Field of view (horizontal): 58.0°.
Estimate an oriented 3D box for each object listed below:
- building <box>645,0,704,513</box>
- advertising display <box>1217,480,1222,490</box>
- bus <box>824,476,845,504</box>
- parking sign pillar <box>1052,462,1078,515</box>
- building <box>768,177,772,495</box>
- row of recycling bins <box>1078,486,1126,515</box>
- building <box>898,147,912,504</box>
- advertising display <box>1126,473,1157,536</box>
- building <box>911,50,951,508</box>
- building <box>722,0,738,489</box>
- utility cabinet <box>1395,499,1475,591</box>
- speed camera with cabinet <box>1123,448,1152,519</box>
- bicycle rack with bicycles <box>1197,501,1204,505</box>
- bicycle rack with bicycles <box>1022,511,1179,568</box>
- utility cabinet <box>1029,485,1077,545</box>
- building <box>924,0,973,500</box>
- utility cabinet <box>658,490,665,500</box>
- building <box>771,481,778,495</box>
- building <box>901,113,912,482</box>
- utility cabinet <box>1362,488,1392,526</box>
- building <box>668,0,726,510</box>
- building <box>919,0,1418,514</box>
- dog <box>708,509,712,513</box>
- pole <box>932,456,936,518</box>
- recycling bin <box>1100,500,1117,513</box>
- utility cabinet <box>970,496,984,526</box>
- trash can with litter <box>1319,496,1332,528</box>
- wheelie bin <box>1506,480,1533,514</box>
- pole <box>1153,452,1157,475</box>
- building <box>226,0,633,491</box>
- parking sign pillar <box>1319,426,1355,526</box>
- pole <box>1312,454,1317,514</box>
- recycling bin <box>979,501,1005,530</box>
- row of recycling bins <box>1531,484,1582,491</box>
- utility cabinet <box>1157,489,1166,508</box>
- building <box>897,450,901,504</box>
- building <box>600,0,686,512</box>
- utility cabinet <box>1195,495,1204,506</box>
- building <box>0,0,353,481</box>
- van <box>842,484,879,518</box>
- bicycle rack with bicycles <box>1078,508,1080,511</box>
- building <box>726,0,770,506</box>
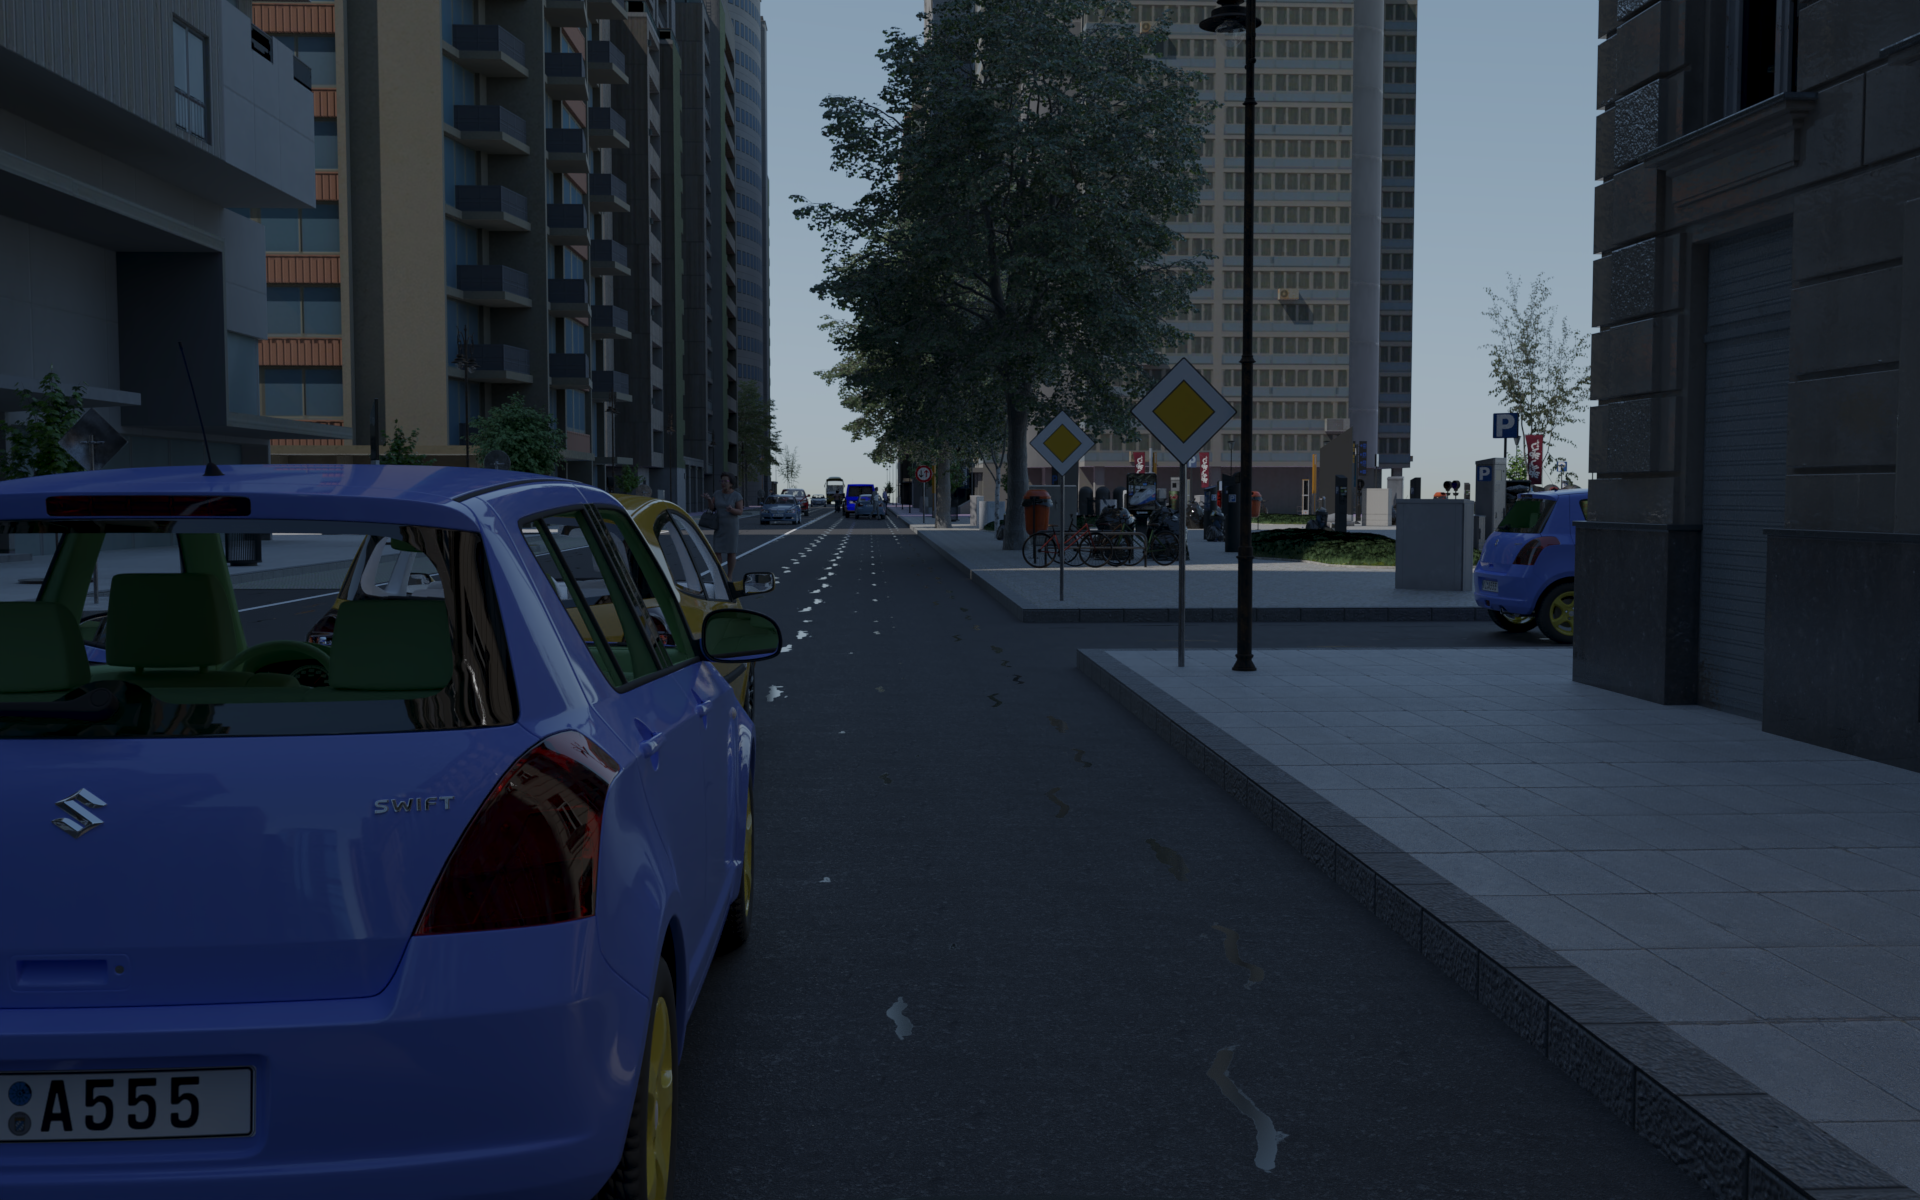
[{"bbox_3d":[-28.507,-41.597,118.364,20.563,71.187,20.611,0,4,-3],"label":"building"},{"bbox_3d":[12.407,-4.654,81.302,0.974,1.923,0.123,-3,5,-43],"label":"advertising display"},{"bbox_3d":[-17.734,-15.542,245.653,2.896,3.916,12.252,0,4,-4],"label":"bus"},{"bbox_3d":[4.681,-5.427,77.204,1.447,3.967,1.447,-3,5,-42],"label":"parking sign pillar"},{"bbox_3d":[-30.830,-32.428,213.786,14.154,41.232,14.086,0,4,-3],"label":"building"},{"bbox_3d":[7.095,-5.134,91.052,3.534,1.692,1.069,0,4,7],"label":"row of recycling bins"},{"bbox_3d":[-0.821,-34.798,219.064,14.600,45.320,14.200,0,4,-3],"label":"building"},{"bbox_3d":[5.567,-2.930,53.118,0.974,1.923,0.123,-1,4,-18],"label":"advertising display"},{"bbox_3d":[2.407,-29.374,163.852,14.154,41.232,14.086,0,4,-3],"label":"building"},{"bbox_3d":[-31.395,-32.439,154.077,21.300,48.544,21.600,0,4,-3],"label":"building"},{"bbox_3d":[6.377,-0.741,23.284,0.306,1.237,1.020,-3,5,-44],"label":"utility cabinet"},{"bbox_3d":[7.799,-4.956,75.366,0.660,3.252,2.038,-1,4,-22],"label":"speed camera with cabinet"},{"bbox_3d":[12.293,-4.421,85.672,2.925,0.926,2.852,-1,4,-20],"label":"bicycle rack with bicycles"},{"bbox_3d":[2.481,-1.075,30.957,2.925,0.926,2.852,0,4,-2],"label":"bicycle rack with bicycles"},{"bbox_3d":[2.297,-2.101,43.034,1.173,1.500,0.318,0,3,0],"label":"utility cabinet"},{"bbox_3d":[10.850,-33.868,142.987,28.713,52.752,27.495,0,4,-3],"label":"building"},{"bbox_3d":[-15.301,-4.899,88.775,0.318,1.500,1.173,0,4,-7],"label":"utility cabinet"},{"bbox_3d":[-40.988,-33.062,232.445,32.217,40.220,23.993,0,4,-3],"label":"building"},{"bbox_3d":[4.444,-33.179,197.100,22.147,44.769,28.867,0,4,-3],"label":"building"},{"bbox_3d":[16.616,-3.691,69.026,1.173,1.500,0.318,3,5,43],"label":"utility cabinet"},{"bbox_3d":[-26.006,-27.716,136.749,14.154,41.232,14.086,0,4,-3],"label":"building"},{"bbox_3d":[13.519,-26.046,117.740,32.217,40.220,23.993,0,4,-3],"label":"building"},{"bbox_3d":[-13.251,-4.548,91.195,0.513,0.831,0.800,-1,4,-21],"label":"dog"},{"bbox_3d":[-1.397,-6.047,92.712,0.158,3.312,0.155,0,3,0],"label":"pole"},{"bbox_3d":[6.740,-4.042,78.643,0.722,1.027,0.722,1,4,8],"label":"recycling bin"},{"bbox_3d":[0.706,-3.657,70.953,0.306,1.237,1.020,1,4,17],"label":"utility cabinet"},{"bbox_3d":[13.767,-3.328,65.476,1.678,1.210,2.233,0,4,7],"label":"trash can with litter"},{"bbox_3d":[12.490,-1.894,38.867,0.980,1.594,0.693,1,4,12],"label":"wheelie bin"},{"bbox_3d":[9.520,-5.559,84.732,0.158,3.312,0.155,0,3,0],"label":"pole"},{"bbox_3d":[-26.412,-25.669,74.307,22.147,44.769,28.867,0,4,-3],"label":"building"},{"bbox_3d":[15.056,-4.938,69.207,1.447,3.967,1.447,2,4,26],"label":"parking sign pillar"},{"bbox_3d":[18.161,-5.807,88.785,0.158,3.312,0.155,0,3,0],"label":"pole"},{"bbox_3d":[1.146,-3.003,61.648,0.722,1.027,0.722,-2,4,-24],"label":"recycling bin"},{"bbox_3d":[24.036,-3.953,71.738,3.534,1.692,1.069,-1,4,-9],"label":"row of recycling bins"},{"bbox_3d":[8.033,-3.744,69.888,0.318,1.500,1.173,0,4,-6],"label":"utility cabinet"},{"bbox_3d":[5.242,-24.257,241.648,27.650,21.520,28.899,0,4,-3],"label":"building"},{"bbox_3d":[-24.113,-20.211,102.151,14.160,30.474,14.107,0,4,-3],"label":"building"},{"bbox_3d":[12.656,-4.916,91.532,0.306,1.237,1.020,-1,4,-8],"label":"utility cabinet"},{"bbox_3d":[-29.438,-27.095,32.235,28.713,52.752,27.495,0,4,-3],"label":"building"},{"bbox_3d":[-6.039,-6.174,105.324,2.240,2.365,5.245,0,4,-3],"label":"van"},{"bbox_3d":[5.946,-4.338,84.311,2.852,0.926,2.925,2,4,25],"label":"bicycle rack with bicycles"},{"bbox_3d":[-32.605,-39.757,192.027,21.231,58.520,28.212,0,4,-3],"label":"building"}]
